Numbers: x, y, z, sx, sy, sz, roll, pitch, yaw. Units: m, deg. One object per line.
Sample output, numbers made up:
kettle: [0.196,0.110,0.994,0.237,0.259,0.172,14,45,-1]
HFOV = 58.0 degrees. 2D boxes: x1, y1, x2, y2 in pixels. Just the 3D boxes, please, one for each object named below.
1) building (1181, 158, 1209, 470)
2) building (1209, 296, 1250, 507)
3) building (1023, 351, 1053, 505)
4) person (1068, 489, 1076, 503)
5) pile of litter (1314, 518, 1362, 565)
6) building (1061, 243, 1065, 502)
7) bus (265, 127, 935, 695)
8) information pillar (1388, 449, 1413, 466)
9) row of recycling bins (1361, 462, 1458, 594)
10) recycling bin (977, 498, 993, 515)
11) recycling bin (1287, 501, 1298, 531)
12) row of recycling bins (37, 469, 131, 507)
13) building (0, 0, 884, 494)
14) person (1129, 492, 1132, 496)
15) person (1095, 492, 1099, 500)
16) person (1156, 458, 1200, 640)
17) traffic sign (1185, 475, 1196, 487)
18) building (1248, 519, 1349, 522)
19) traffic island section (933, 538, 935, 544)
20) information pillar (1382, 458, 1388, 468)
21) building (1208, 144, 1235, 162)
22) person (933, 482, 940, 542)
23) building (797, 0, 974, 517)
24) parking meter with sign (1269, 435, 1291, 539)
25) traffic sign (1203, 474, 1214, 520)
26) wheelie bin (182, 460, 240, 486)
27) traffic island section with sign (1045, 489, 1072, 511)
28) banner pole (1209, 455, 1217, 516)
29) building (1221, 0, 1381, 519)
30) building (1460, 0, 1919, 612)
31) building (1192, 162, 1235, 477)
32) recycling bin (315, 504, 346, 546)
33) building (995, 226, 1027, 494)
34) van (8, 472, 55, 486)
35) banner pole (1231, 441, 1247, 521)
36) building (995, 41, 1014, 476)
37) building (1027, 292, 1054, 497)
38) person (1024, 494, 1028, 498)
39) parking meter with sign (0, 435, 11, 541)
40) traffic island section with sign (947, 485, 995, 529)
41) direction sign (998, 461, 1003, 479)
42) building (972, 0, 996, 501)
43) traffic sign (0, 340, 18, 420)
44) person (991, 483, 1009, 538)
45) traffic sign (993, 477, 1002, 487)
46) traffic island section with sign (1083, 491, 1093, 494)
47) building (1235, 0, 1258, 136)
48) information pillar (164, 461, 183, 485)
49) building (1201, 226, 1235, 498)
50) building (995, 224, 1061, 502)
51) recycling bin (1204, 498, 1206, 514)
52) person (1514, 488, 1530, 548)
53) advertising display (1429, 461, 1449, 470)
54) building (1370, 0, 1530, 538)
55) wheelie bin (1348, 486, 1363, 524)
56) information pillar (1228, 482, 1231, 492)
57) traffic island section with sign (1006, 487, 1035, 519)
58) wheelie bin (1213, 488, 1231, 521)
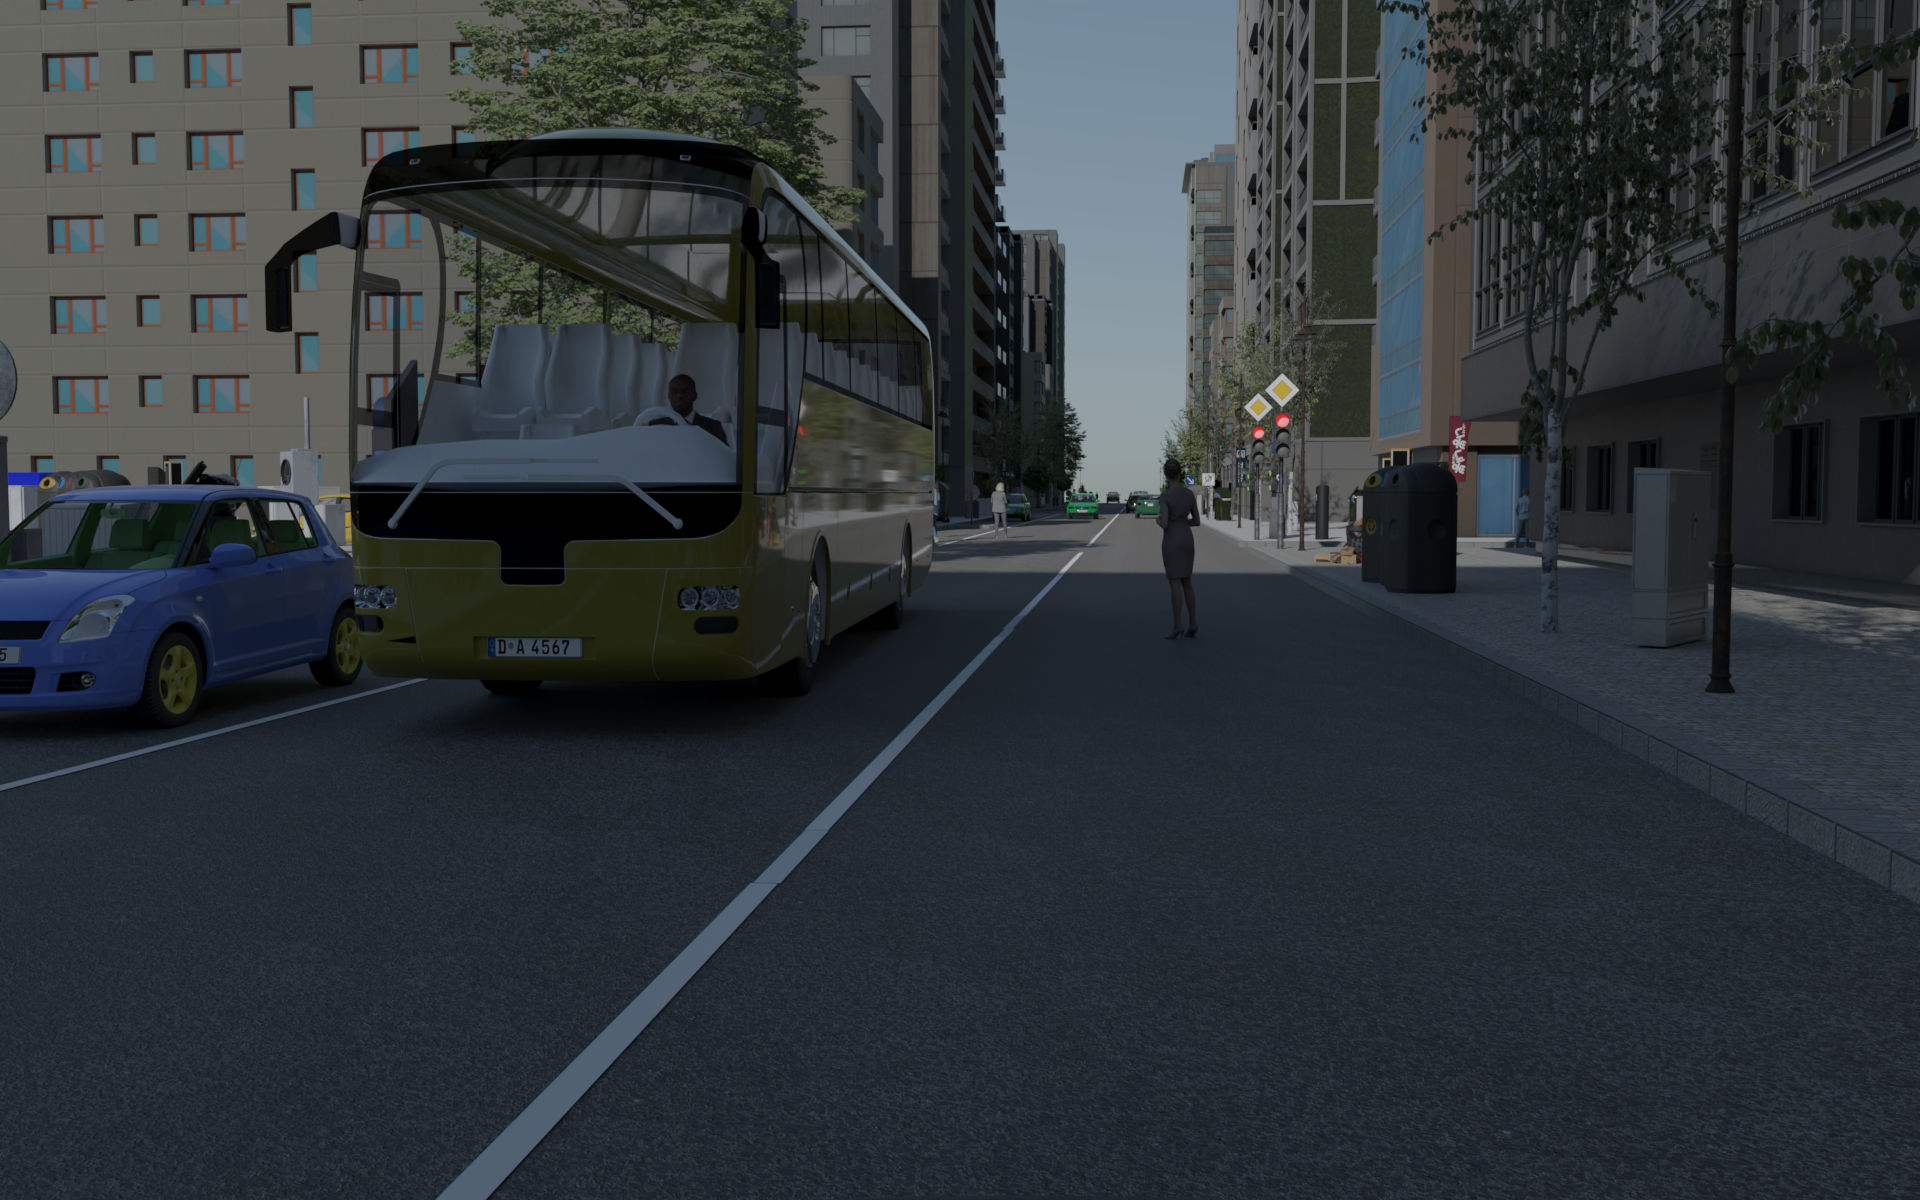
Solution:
building: [48.557,-41.367,265.595,28.713,52.752,27.495,0,4,6]
building: [38.222,-19.549,164.672,27.650,21.520,28.899,0,4,6]
building: [-2.339,-23.336,226.575,27.650,21.520,28.899,0,4,6]
person: [7.436,-6.387,113.276,0.623,1.781,0.721,-1,4,-23]
pile of litter: [7.182,-1.117,32.233,1.176,0.858,1.719,0,4,4]
building: [9.392,-36.201,275.472,14.154,41.232,14.086,0,4,6]
bus: [-2.005,-1.473,15.627,2.896,3.916,12.252,0,4,4]
information pillar: [7.156,-1.444,28.105,0.304,2.012,0.304,2,4,25]
row of recycling bins: [6.219,-1.029,23.932,1.069,1.692,3.534,0,4,7]
recycling bin: [1.492,-5.631,104.629,0.722,1.027,0.722,3,4,36]
recycling bin: [11.312,-2.902,60.000,0.722,1.027,0.722,0,4,4]
row of recycling bins: [-15.199,-1.409,30.152,1.069,1.692,3.534,-3,5,-39]
building: [-18.770,-13.619,67.717,27.650,21.520,28.899,0,4,6]
person: [24.838,-14.818,251.438,0.551,1.740,0.621,-1,4,-22]
person: [21.289,-15.888,268.794,0.617,1.759,0.750,-1,4,-12]
person: [2.136,-0.505,17.090,0.599,1.781,0.374,-2,4,-35]
traffic sign: [15.413,-7.081,115.879,0.768,2.556,0.104,0,4,7]
building: [24.300,-39.339,81.442,20.563,71.187,20.611,0,4,6]
traffic island section: [-1.820,-1.661,49.442,2.009,0.180,2.903,0,4,6]
information pillar: [8.823,-1.895,35.480,0.304,2.012,0.304,2,4,26]
building: [43.700,-37.768,237.110,23.786,49.044,30.456,0,4,6]
person: [-0.775,-2.606,51.369,0.793,1.790,0.793,-1,4,-12]
building: [-6.883,-25.192,95.492,14.154,41.232,14.086,0,4,6]
parking meter with sign: [9.200,-3.287,49.997,0.543,3.016,1.738,1,4,14]
traffic sign: [12.304,-5.118,85.810,0.606,2.300,0.079,1,4,12]
wheelie bin: [-7.218,-0.528,16.540,0.693,1.594,0.980,-1,4,-21]
traffic island section with sign: [8.334,-8.557,148.536,1.989,1.847,2.006,0,4,6]
banner pole: [14.866,-6.824,101.590,0.401,3.779,0.863,2,4,34]
building: [27.785,-41.095,110.152,20.563,71.187,20.611,0,4,6]
building: [16.424,-14.094,23.939,14.314,27.812,24.014,0,4,6]
building: [36.041,-32.522,215.323,14.154,41.232,14.086,0,4,6]
recycling bin: [-15.659,-1.843,42.686,0.722,1.027,0.722,2,4,26]
building: [-0.618,-25.313,185.574,14.160,30.474,14.107,0,4,6]
van: [-27.549,-2.705,48.605,5.245,2.365,2.240,0,4,7]
banner pole: [13.082,-5.610,81.735,0.863,3.779,0.401,0,4,2]
building: [-7.345,-33.256,163.338,23.786,49.044,30.456,0,4,6]
building: [6.025,-29.085,247.243,14.160,30.474,14.107,0,4,6]
person: [7.399,-11.991,204.186,1.348,1.869,0.705,-1,4,-19]
parking meter with sign: [-11.637,-1.481,20.481,0.543,3.016,1.738,1,4,13]
traffic island section with sign: [0.527,-3.890,72.227,1.989,1.847,2.006,0,4,6]
direction sign: [2.749,-7.728,118.343,0.379,3.537,0.876,1,4,22]
building: [-8.679,-31.368,136.566,21.300,48.544,21.600,0,4,6]
traffic sign: [-7.651,-0.816,13.451,0.768,2.556,0.104,1,4,13]
person: [1.283,-2.904,56.162,0.537,1.800,0.526,2,4,26]
traffic sign: [2.289,-6.343,105.838,0.606,2.300,0.079,0,4,8]
traffic island section with sign: [19.528,-15.230,257.642,1.989,1.847,2.006,0,4,6]
building: [35.784,-33.421,135.677,28.713,52.752,27.495,0,4,6]
information pillar: [-17.778,-2.124,39.215,0.304,2.012,0.304,-3,5,-45]
building: [33.183,-25.440,187.652,14.160,30.474,14.107,0,4,6]
building: [7.399,-35.320,261.072,14.154,41.232,14.086,0,4,6]
recycling bin: [15.592,-6.110,112.452,0.722,1.027,0.722,-1,4,-11]
person: [14.722,-2.127,45.084,0.589,1.601,0.330,3,4,38]
advertising display: [9.547,-1.804,34.710,0.123,1.923,0.974,0,4,-4]
building: [21.469,-24.786,55.355,14.200,45.320,14.600,0,4,6]
wheelie bin: [15.807,-3.737,69.007,0.693,1.594,0.980,1,4,9]
information pillar: [16.343,-6.135,104.799,0.304,2.012,0.304,0,4,8]
traffic island section with sign: [3.264,-5.530,99.043,1.989,1.847,2.006,0,4,6]
wheelie bin: [12.615,-4.607,83.230,0.980,1.594,0.693,-1,4,-23]
